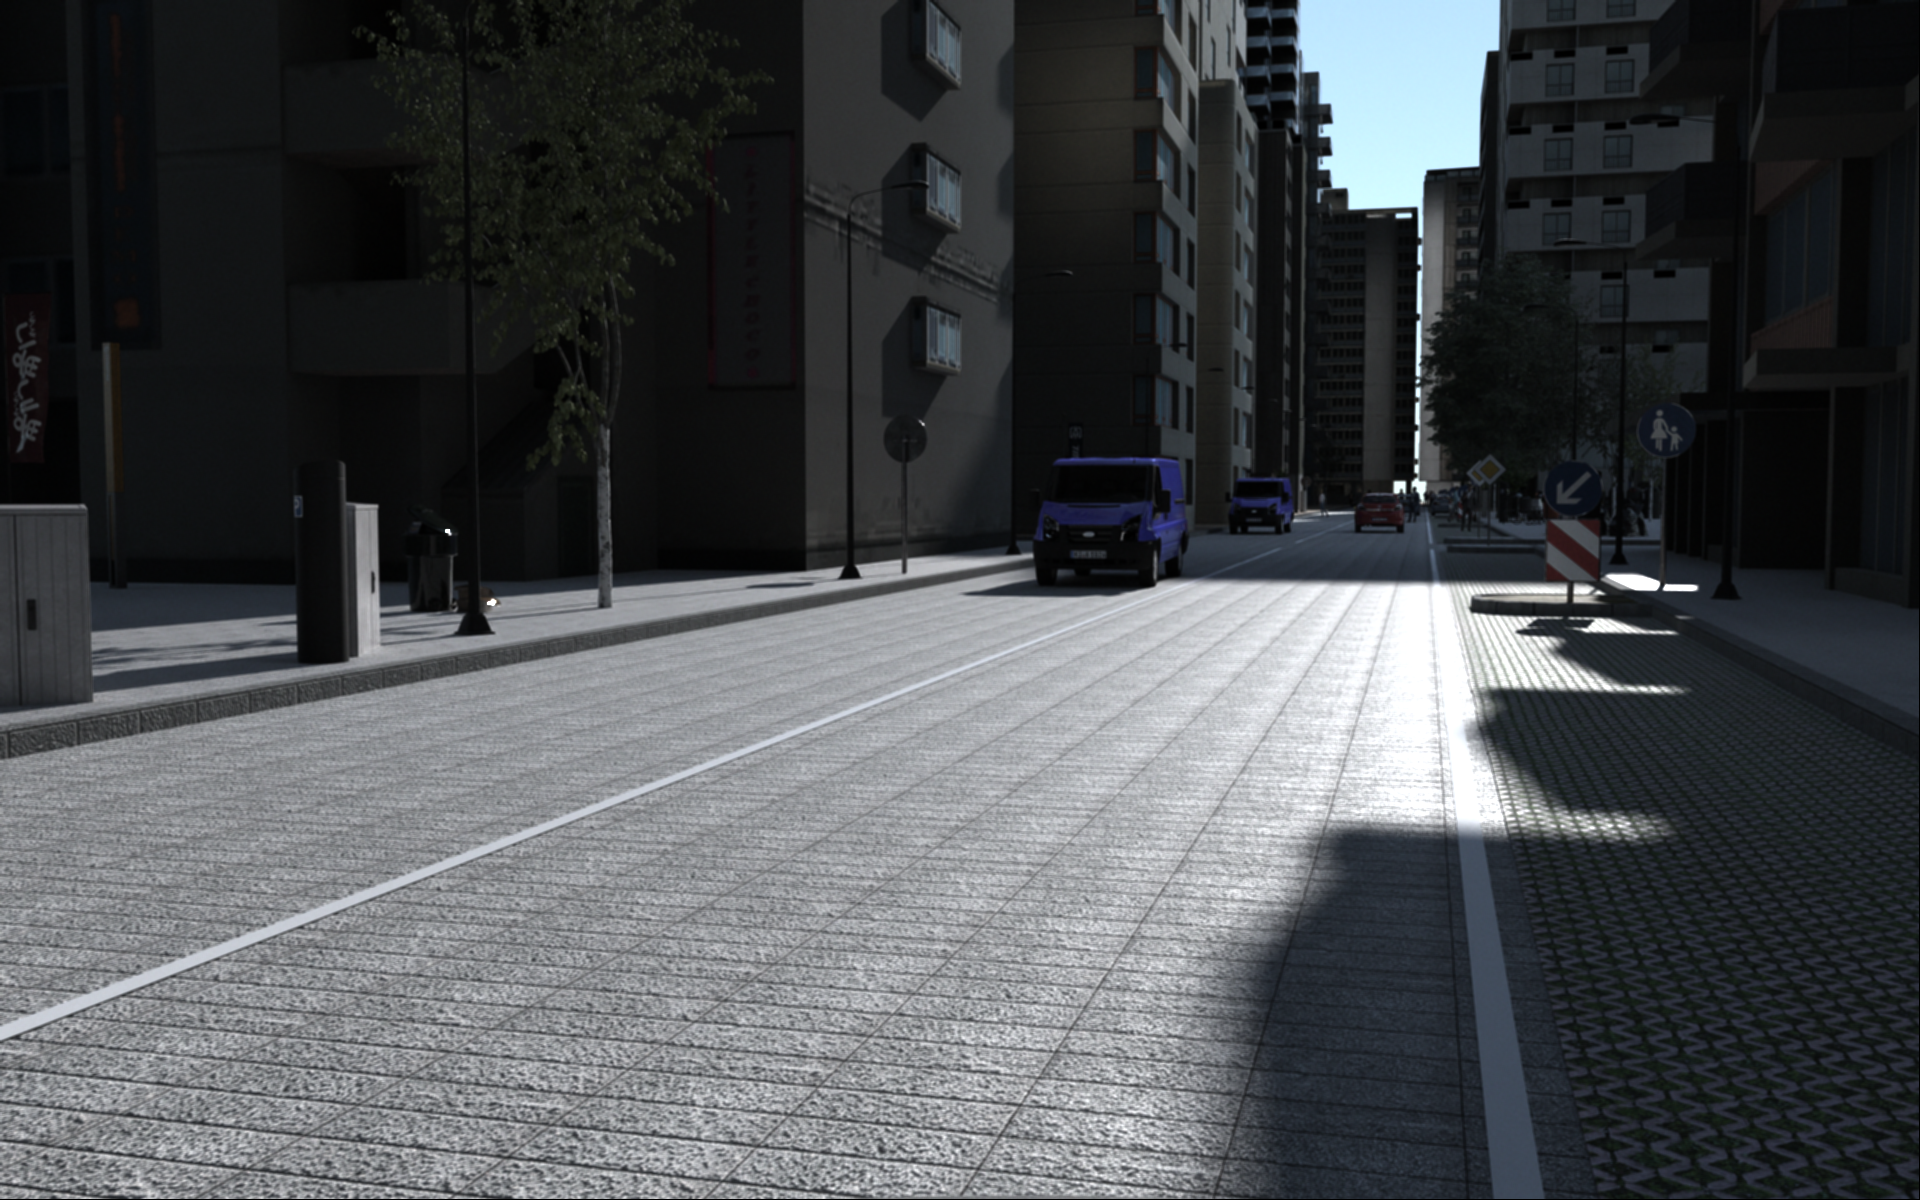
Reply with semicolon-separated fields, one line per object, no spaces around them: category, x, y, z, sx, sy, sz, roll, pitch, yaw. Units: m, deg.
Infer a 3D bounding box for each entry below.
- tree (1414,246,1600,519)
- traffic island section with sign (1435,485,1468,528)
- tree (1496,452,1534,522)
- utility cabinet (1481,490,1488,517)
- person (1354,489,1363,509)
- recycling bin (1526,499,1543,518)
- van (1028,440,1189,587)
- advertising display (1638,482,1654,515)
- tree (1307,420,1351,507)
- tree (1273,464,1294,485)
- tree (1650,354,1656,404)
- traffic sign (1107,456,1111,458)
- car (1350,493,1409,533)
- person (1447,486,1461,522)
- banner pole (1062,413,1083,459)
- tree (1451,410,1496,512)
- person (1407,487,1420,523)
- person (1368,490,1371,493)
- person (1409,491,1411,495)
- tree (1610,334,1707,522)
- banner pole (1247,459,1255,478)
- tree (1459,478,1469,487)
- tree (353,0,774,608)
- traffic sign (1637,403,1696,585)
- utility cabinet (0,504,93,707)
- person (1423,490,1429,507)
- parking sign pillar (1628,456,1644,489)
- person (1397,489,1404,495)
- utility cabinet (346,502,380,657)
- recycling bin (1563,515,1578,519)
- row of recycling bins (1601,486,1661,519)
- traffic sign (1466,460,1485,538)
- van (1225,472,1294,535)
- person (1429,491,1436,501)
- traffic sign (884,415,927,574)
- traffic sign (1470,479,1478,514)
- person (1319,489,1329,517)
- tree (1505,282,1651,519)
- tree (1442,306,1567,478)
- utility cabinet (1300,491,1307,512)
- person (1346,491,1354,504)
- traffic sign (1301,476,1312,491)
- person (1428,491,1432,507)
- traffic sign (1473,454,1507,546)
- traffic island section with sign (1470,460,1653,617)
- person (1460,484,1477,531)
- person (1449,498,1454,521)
tree;28.583;-11.255;90.678;9.857;13.997;8.962;0;3;0
traffic island section with sign;21.582;-4.024;74.418;1.989;1.847;2.006;1;4;15
tree;25.125;-5.175;79.211;1.663;3.219;1.824;0;3;0
utility cabinet;28.964;-5.323;95.702;0.318;1.500;1.173;1;4;14
person;26.925;-6.514;115.216;0.699;1.804;1.509;-3;5;-44
recycling bin;30.876;-4.925;93.081;0.722;1.027;0.722;3;4;37
van;2.554;-1.486;28.678;2.240;2.365;5.245;1;4;14
advertising display;36.548;-5.328;92.334;0.123;1.923;0.974;-2;4;-27
tree;36.874;-13.638;173.341;4.360;8.622;3.978;0;3;0
tree;20.621;-7.154;111.562;1.663;3.219;1.824;0;3;0
tree;28.427;-7.664;75.661;4.360;8.622;3.978;0;3;0
traffic sign;3.886;-2.551;45.356;0.795;2.450;0.064;1;4;15
car;15.835;-3.447;65.396;2.155;1.783;4.494;1;4;13
person;25.136;-4.865;87.912;0.748;1.841;0.638;2;4;27
banner pole;3.409;-3.874;53.357;0.863;3.779;0.401;-1;4;-9
tree;38.042;-10.613;123.881;4.737;8.622;4.395;0;3;0
person;22.809;-4.799;87.141;0.419;1.800;0.721;-3;4;-37
person;38.167;-9.344;161.291;0.705;1.823;1.348;-3;5;-41
person;50.609;-11.377;195.228;0.721;1.735;1.217;2;4;34
tree;32.287;-7.935;80.092;4.737;8.622;4.395;0;3;0
banner pole;20.806;-8.203;124.140;0.863;3.779;0.401;1;4;16
tree;54.872;-11.900;189.168;1.663;3.219;1.824;0;3;0
tree;-4.239;-4.213;19.248;4.737;8.622;4.395;0;3;0
traffic sign;9.885;-1.479;24.290;0.768;2.556;0.104;1;4;21
utility cabinet;-5.844;0.041;10.489;1.020;1.237;0.306;-2;4;-30
person;50.747;-11.012;188.417;0.709;1.838;0.599;-1;4;-19
parking sign pillar;46.526;-7.997;119.217;1.447;3.967;1.447;-3;5;-41
person;32.920;-7.386;129.218;1.348;1.831;0.705;1;4;19
utility cabinet;-4.951;-0.179;14.090;0.306;1.237;1.020;-1;4;-9
recycling bin;23.650;-3.304;66.566;0.722;1.027;0.722;0;4;-1
row of recycling bins;34.727;-5.101;90.506;3.534;1.692;1.069;2;4;25
traffic sign;15.169;-2.871;50.588;0.795;2.450;0.064;1;4;15
van;11.018;-3.601;63.259;2.240;2.365;5.245;1;4;16
person;45.430;-9.587;166.188;0.756;1.711;0.436;1;4;15
traffic sign;-0.898;-1.701;27.910;0.768;2.556;0.104;1;4;23
traffic sign;33.594;-6.885;112.679;0.768;2.556;0.104;1;4;19
person;22.502;-5.981;106.968;0.598;1.740;0.731;2;4;27
tree;21.333;-6.779;61.193;4.360;8.622;3.978;0;3;0
tree;33.012;-11.429;104.998;7.486;12.596;7.792;0;3;0
utility cabinet;24.057;-6.894;121.398;0.318;1.500;1.173;1;4;20
person;46.113;-11.979;204.447;1.348;1.812;0.705;-2;4;-33
traffic sign;24.495;-7.493;122.613;0.768;2.556;0.104;1;4;22
person;53.550;-11.528;196.913;1.348;1.831;0.705;-3;5;-40
traffic sign;13.101;-2.399;42.874;0.795;2.450;0.064;1;4;15
traffic island section with sign;7.297;-0.765;21.137;1.989;1.847;2.006;1;4;15
person;19.495;-3.543;66.385;0.622;1.834;0.822;1;4;10
person;26.506;-4.864;93.037;0.382;1.210;0.505;-2;4;-25
